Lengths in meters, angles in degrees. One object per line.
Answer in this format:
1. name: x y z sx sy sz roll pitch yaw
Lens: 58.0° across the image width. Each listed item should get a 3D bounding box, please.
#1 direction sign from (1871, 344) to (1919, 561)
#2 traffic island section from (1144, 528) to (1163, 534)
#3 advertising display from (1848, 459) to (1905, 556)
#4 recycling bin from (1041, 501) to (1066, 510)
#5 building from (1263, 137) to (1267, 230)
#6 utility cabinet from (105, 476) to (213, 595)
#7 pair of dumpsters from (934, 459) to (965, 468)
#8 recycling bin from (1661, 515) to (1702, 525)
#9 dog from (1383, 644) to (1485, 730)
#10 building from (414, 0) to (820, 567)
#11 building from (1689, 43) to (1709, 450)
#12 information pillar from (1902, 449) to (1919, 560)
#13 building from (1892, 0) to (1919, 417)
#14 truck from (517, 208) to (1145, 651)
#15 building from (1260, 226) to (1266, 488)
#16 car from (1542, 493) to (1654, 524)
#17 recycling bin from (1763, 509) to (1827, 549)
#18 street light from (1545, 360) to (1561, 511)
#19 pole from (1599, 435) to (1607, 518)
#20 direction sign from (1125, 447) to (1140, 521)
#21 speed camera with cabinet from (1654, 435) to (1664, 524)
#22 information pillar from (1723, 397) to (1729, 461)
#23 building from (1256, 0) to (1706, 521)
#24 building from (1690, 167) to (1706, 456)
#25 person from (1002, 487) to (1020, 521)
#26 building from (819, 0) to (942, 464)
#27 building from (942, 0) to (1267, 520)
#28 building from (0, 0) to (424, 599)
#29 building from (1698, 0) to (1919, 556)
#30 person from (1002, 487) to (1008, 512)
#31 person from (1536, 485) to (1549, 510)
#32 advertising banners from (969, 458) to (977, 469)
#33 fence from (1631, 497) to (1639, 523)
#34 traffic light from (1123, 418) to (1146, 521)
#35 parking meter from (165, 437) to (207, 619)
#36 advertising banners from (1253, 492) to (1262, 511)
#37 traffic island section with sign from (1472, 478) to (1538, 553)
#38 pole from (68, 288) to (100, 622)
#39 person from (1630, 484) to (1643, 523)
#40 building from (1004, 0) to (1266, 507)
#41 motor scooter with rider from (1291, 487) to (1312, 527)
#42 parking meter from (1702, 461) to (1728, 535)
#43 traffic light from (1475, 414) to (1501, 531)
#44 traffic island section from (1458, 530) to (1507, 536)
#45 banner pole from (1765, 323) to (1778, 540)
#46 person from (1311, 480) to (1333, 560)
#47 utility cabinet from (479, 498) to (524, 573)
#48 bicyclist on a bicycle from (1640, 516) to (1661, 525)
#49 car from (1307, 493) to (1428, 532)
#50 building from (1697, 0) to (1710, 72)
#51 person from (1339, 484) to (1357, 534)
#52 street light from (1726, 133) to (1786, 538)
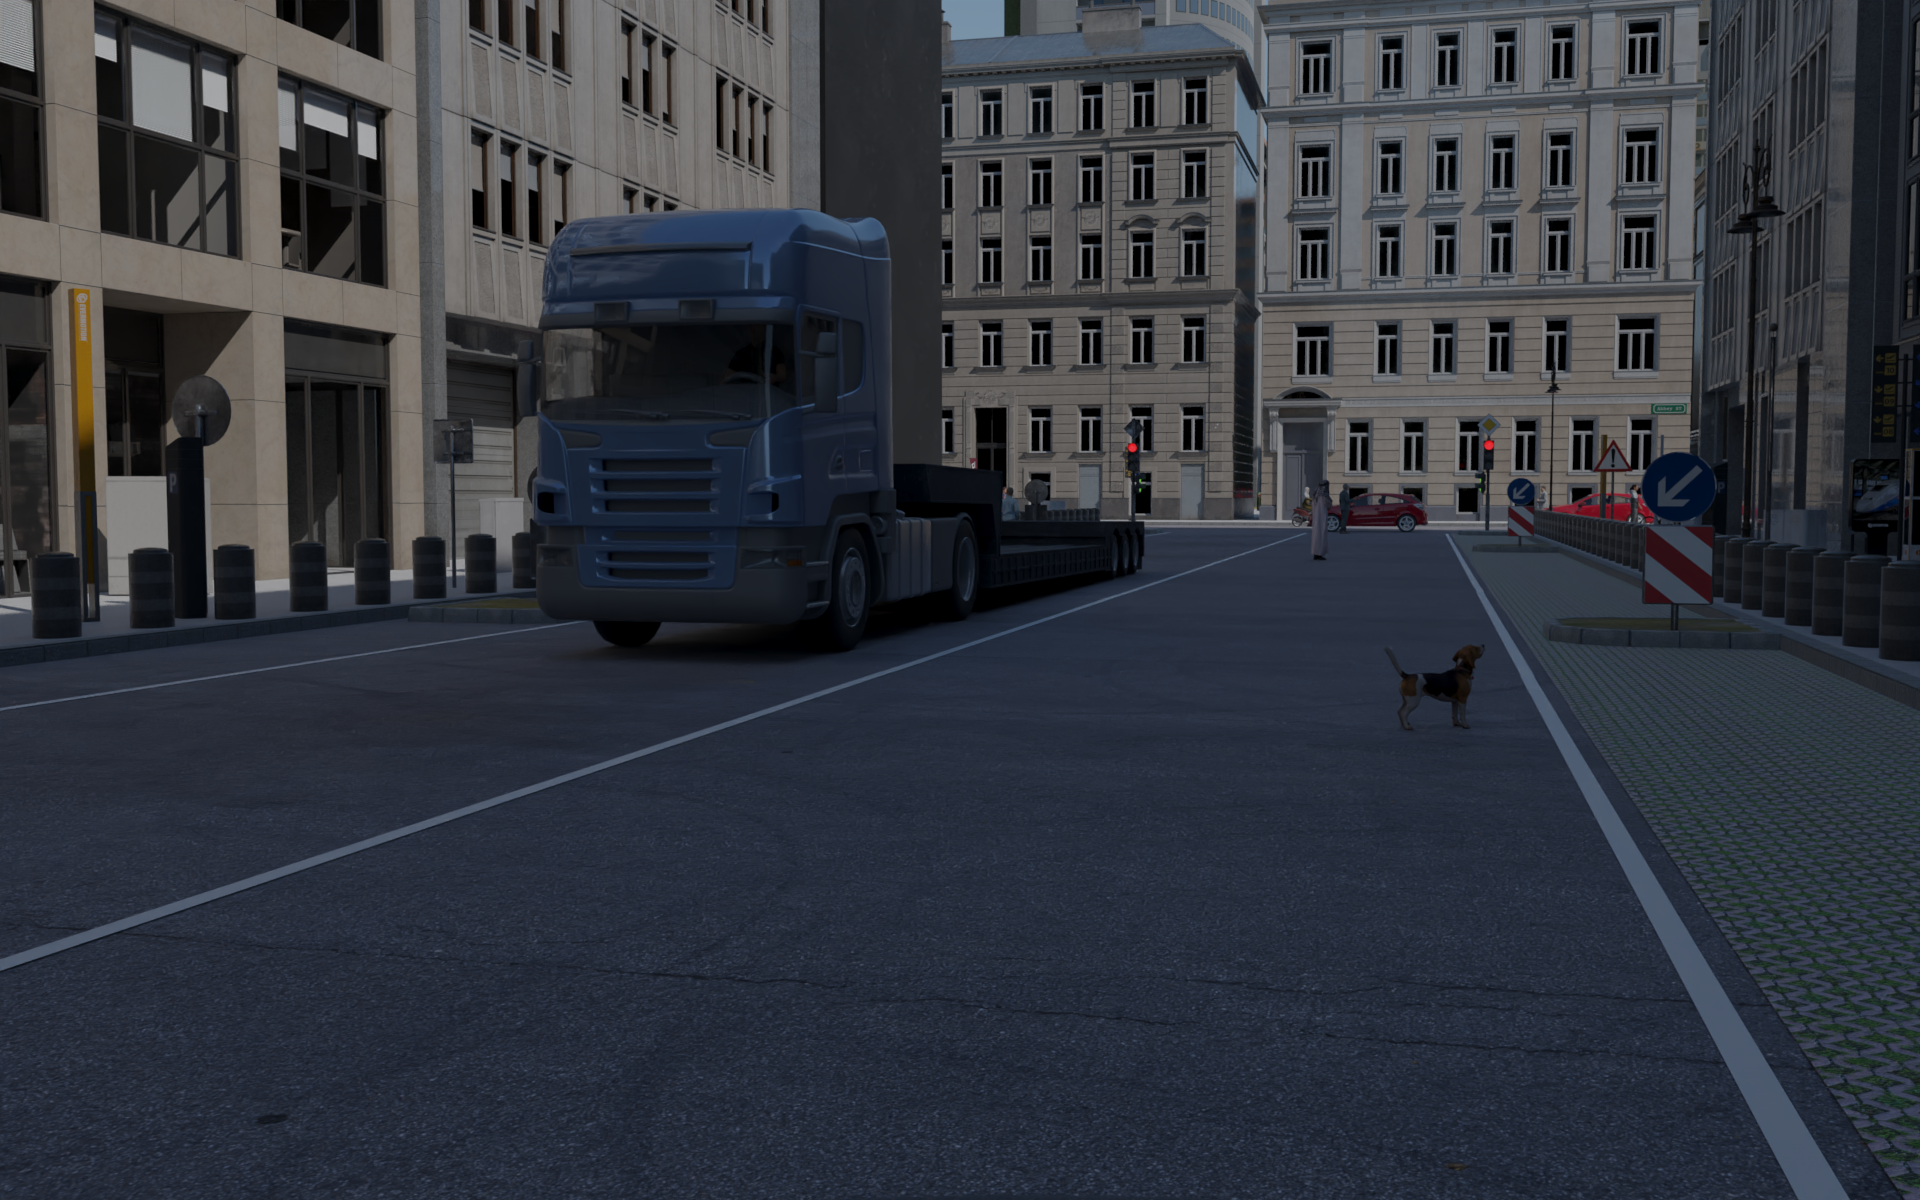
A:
1. direction sign: 14.333 -2.100 26.339 0.876 3.537 0.379 2 4 30
2. traffic island section: 6.367 -2.545 63.886 2.009 0.180 2.903 1 4 15
3. advertising display: 16.768 -1.618 31.667 0.974 1.923 0.123 0 4 3
4. recycling bin: 3.511 -3.218 65.165 0.722 1.027 0.722 -2 4 -29
5. building: 23.949 -33.835 207.821 28.867 44.769 22.147 1 4 15
6. utility cabinet: -10.110 -0.808 21.889 1.173 1.500 0.318 0 4 -5
7. pair of dumpsters: -0.790 -2.704 46.705 1.574 2.255 4.437 1 4 15
8. recycling bin: 15.500 -1.504 37.138 0.722 1.027 0.722 3 5 40
9. dog: 2.913 0.529 10.633 0.406 0.507 0.540 3 5 44
10. building: -12.296 -13.604 40.452 12.078 24.808 19.932 1 4 15
11. building: 65.849 -28.164 152.370 32.217 40.220 23.993 1 4 15
12. information pillar: 15.527 -1.444 28.106 0.304 2.012 0.304 1 4 10
13. building: 22.051 -13.901 20.792 14.314 27.812 24.014 1 4 15
14. truck: -0.268 -2.021 22.800 2.967 4.110 18.799 1 4 15
15. building: 26.607 -25.362 186.372 14.160 30.474 14.107 1 4 15
16. car: 25.602 -3.713 69.745 4.494 1.783 2.155 1 4 16
17. recycling bin: 13.513 -0.947 28.039 0.722 1.027 0.722 -3 4 -37
18. street light: 20.389 -5.313 59.651 0.468 5.910 1.993 1 4 15
19. pole: 22.071 -4.011 59.423 0.158 3.312 0.155 0 3 0
20. direction sign: 8.306 -5.587 83.350 0.876 3.537 0.379 -2 4 -31
21. speed camera with cabinet: 24.172 -3.886 57.873 2.038 3.252 0.660 1 4 22
22. information pillar: 18.490 -3.090 41.873 0.183 3.616 0.504 2 4 27
23. building: 25.518 -18.394 86.650 20.117 28.700 13.634 1 4 15
24. building: 44.401 -13.209 80.599 19.286 19.102 10.561 1 4 15
25. person: 1.226 -2.003 43.062 0.589 1.601 0.330 2 4 27
26. building: -9.863 -13.907 57.050 15.834 23.373 12.332 1 4 15
27. building: 2.982 -18.032 92.085 25.104 27.353 12.463 1 4 15
28. building: -22.885 -12.881 15.128 19.350 26.468 34.151 1 4 15
29. building: 26.713 -13.782 43.359 12.078 24.808 19.932 1 4 15
30. person: 1.785 -3.718 70.206 0.541 1.710 0.530 -1 4 -21
31. person: 25.090 -4.039 74.738 0.583 1.804 0.606 0 4 5
32. advertising banners: 1.174 -5.392 84.349 0.090 3.025 2.074 3 5 44
33. fence: 19.536 -2.383 50.173 0.480 1.192 2.264 1 4 16
34. traffic light: 6.403 -4.576 63.741 0.839 4.253 0.868 1 4 15
35. parking meter: -8.010 -0.747 17.925 0.399 1.863 0.255 3 5 43
36. advertising banners: 22.223 -8.342 132.579 2.074 3.025 0.090 1 4 9
37. traffic island section with sign: 13.772 -2.103 43.008 1.989 1.847 2.006 1 4 15
38. pole: -8.758 -1.436 17.314 0.158 3.312 0.155 0 3 0
39. person: 26.220 -3.577 67.123 0.789 1.805 0.875 1 4 19
40. building: 17.235 -38.175 166.155 21.231 58.520 28.212 1 4 15
41. motor scooter with rider: 15.421 -4.085 75.757 1.986 1.779 0.876 1 4 13
42. parking meter: 13.496 -1.547 31.000 0.399 1.863 0.255 -2 4 -23
43. traffic light: 18.446 -4.381 60.544 0.839 4.253 0.868 1 4 15
44. traffic island section: 18.482 -2.347 60.648 2.009 0.180 2.903 1 4 15
45. banner pole: 11.808 -2.155 25.249 0.401 3.779 0.863 2 4 25
46. person: 7.867 -1.741 37.632 0.621 1.740 0.551 -3 5 -41
47. utility cabinet: -7.533 -1.059 28.474 0.306 1.237 1.020 1 4 12
48. bicyclist on a bicycle: 25.433 -3.215 62.587 1.625 1.676 1.499 1 4 15
49. car: 15.477 -3.473 65.822 4.494 1.783 2.155 1 4 13
50. building: 71.632 -35.951 177.042 28.713 52.752 27.495 1 4 15
51. person: 13.954 -3.289 62.444 0.590 1.801 0.661 -1 4 -12
52. street light: 10.361 -3.052 22.686 0.468 5.910 1.993 1 4 15
